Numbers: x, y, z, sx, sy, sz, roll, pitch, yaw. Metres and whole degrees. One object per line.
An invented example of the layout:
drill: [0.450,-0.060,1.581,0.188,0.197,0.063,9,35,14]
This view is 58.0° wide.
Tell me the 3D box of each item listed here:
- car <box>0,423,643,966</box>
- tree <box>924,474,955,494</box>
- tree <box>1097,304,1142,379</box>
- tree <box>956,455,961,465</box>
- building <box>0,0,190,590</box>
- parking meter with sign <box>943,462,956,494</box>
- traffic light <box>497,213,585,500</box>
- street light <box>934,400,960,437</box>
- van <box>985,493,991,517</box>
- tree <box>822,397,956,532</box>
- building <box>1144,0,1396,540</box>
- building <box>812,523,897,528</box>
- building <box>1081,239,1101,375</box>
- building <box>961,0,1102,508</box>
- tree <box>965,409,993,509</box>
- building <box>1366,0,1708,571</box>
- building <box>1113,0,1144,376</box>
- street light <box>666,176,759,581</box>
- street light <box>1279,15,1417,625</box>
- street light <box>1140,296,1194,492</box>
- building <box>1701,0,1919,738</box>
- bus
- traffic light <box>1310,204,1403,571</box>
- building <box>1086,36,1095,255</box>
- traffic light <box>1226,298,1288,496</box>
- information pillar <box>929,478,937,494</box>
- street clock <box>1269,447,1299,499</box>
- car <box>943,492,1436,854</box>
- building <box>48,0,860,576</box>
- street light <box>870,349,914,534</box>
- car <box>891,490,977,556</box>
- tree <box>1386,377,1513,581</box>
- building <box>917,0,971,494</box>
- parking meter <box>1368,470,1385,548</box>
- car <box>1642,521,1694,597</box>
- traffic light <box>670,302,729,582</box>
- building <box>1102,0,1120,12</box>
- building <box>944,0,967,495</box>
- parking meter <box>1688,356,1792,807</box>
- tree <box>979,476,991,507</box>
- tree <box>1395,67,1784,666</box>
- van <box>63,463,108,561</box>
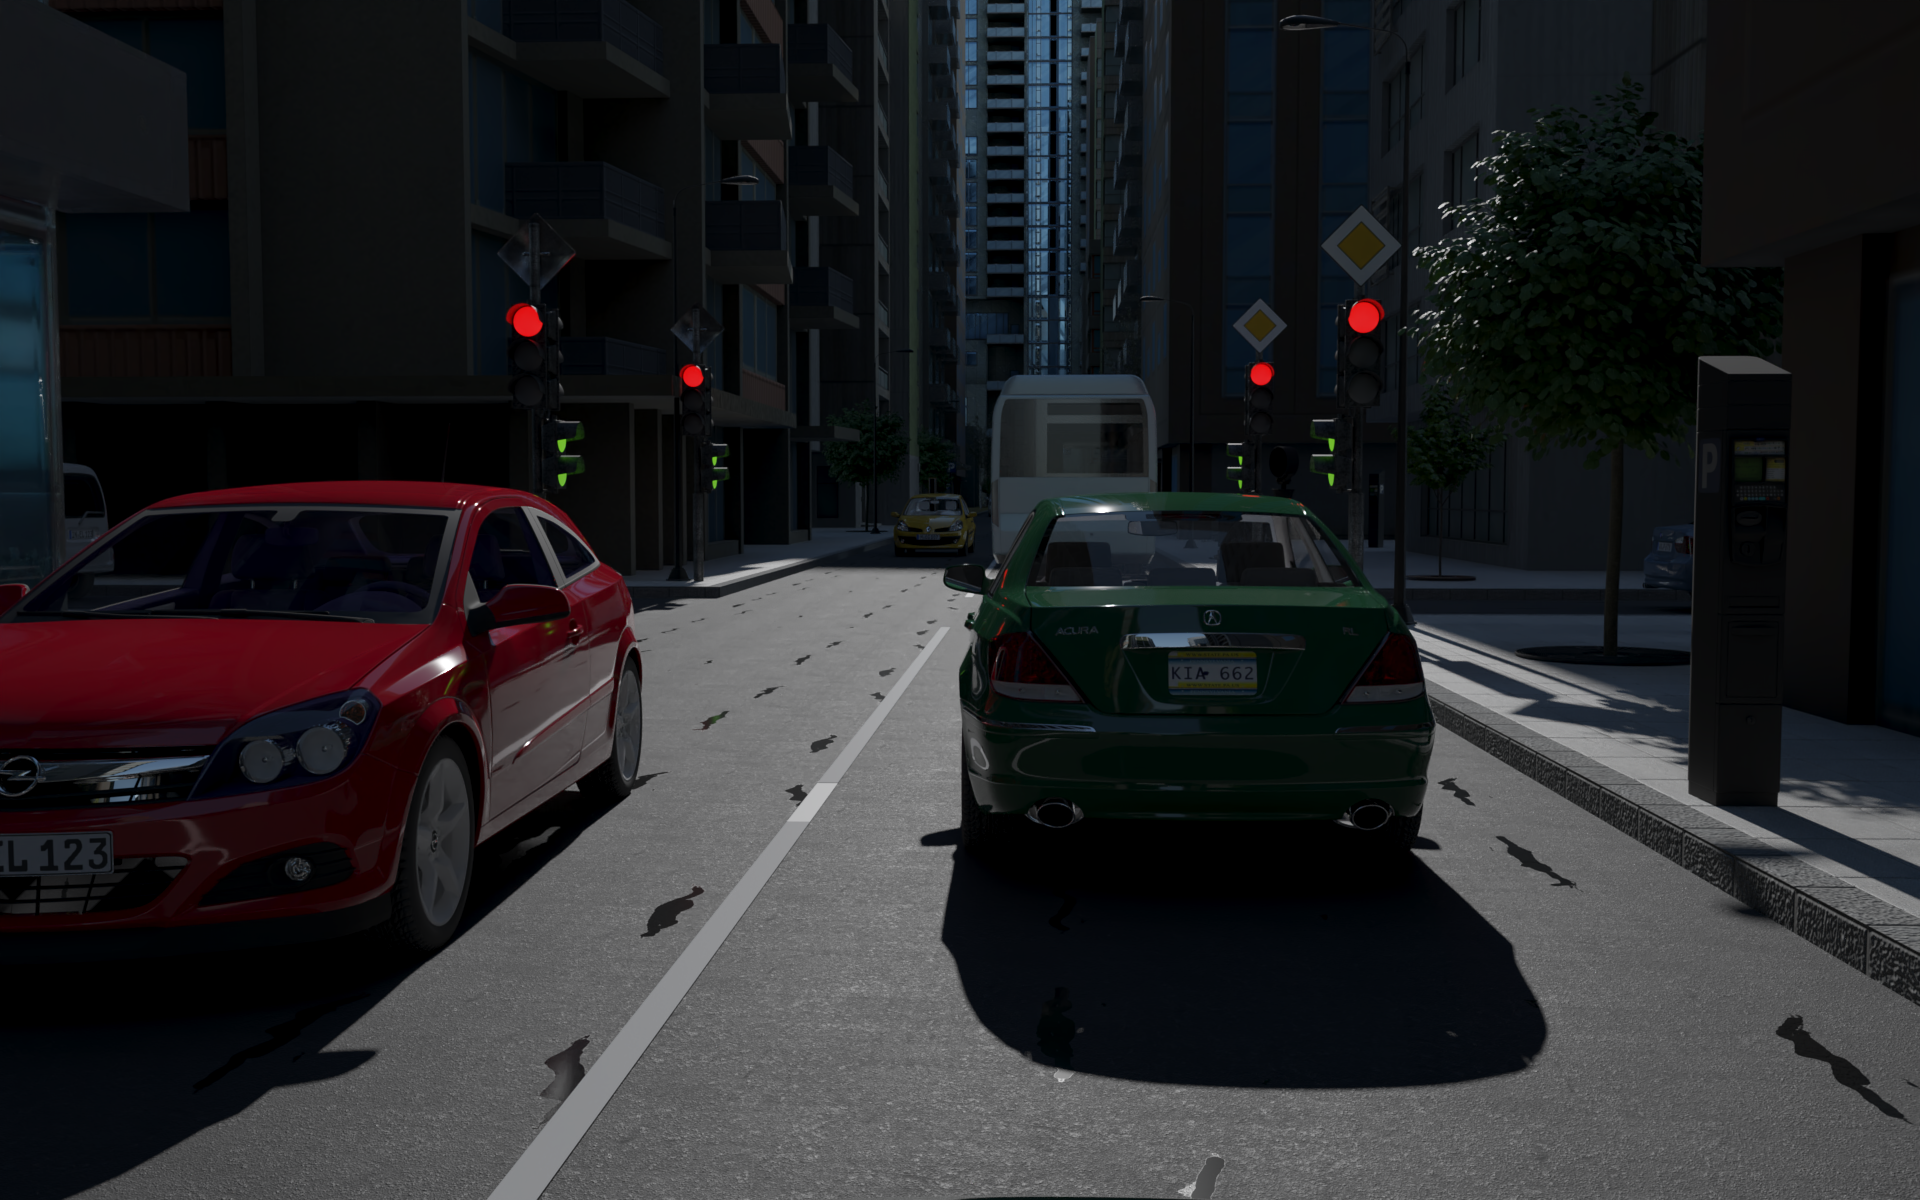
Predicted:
car: [-2.474,0.140,6.758,2.155,1.783,4.494,0,4,1]
tree: [-1.113,-5.839,90.072,1.663,3.219,1.824,0,3,0]
tree: [7.176,-7.084,66.184,4.360,8.622,3.978,0,3,0]
tree: [-1.676,-5.978,81.450,4.285,4.588,4.351,0,3,0]
building: [-20.683,-23.521,4.174,30.456,49.044,23.786,0,4,3]
parking meter with sign: [-0.724,-6.101,96.010,0.543,3.016,1.738,-1,4,-15]
traffic light: [-4.223,-1.740,17.365,0.839,4.253,0.868,0,4,3]
street light: [-0.723,-6.902,85.390,1.470,5.913,1.316,0,4,3]
van: [2.636,-6.302,110.044,2.013,2.044,4.112,0,4,2]
tree: [-3.214,-4.593,58.817,4.285,4.588,4.351,0,3,0]
building: [13.039,-24.682,53.668,14.600,45.320,14.200,0,4,3]
building: [-9.143,-23.515,68.059,14.154,41.232,14.086,0,4,3]
building: [23.281,-17.523,131.533,27.650,21.520,28.899,0,4,3]
building: [8.262,-53.825,192.715,31.000,86.520,22.319,0,4,3]
tree: [2.067,-12.286,151.235,4.360,8.622,3.978,0,3,0]
building: [15.643,-21.227,30.648,14.086,41.232,14.154,0,4,3]
building: [18.898,-28.377,83.571,23.786,49.044,30.456,0,4,3]
street light: [-3.632,-3.237,25.460,1.470,5.913,1.316,0,4,3]
street light: [3.800,-2.717,16.967,1.470,5.913,1.316,0,4,3]
street light: [4.918,-4.175,40.805,1.470,5.913,1.316,0,4,3]
building: [11.184,-21.536,2.228,14.600,45.320,14.200,0,4,3]
bus: [2.150,-2.354,33.350,2.948,3.499,13.247,0,4,3]
traffic light: [3.878,-1.716,16.976,0.839,4.253,0.868,0,4,3]
building: [19.209,-31.628,167.224,14.600,45.320,14.200,0,4,3]
traffic light: [4.278,-2.204,24.951,0.839,4.253,0.868,0,4,3]
information pillar: [-1.227,-4.519,78.385,0.304,2.012,0.304,1,4,11]
street clock: [4.940,-1.339,26.460,0.358,2.002,0.471,-2,4,-25]
car: [0.956,0.211,8.346,2.131,1.459,4.920,0,4,2]
building: [-14.124,-23.493,38.742,22.147,44.769,28.867,0,4,3]
street light: [-2.183,-5.078,55.563,1.470,5.913,1.316,0,4,3]
car: [-0.574,-1.889,41.102,2.015,1.641,3.980,0,4,4]
tree: [7.128,-1.918,25.962,1.663,3.219,1.824,0,3,0]
building: [-11.477,-30.351,115.851,23.786,49.044,30.456,0,4,3]
parking meter: [9.950,-2.183,41.402,0.255,1.863,0.399,3,4,37]
car: [10.747,-0.555,21.072,4.499,1.417,2.014,0,4,4]
traffic light: [-3.823,-2.227,25.340,0.839,4.253,0.868,0,4,3]
building: [15.915,-26.063,109.719,14.154,41.232,14.086,0,4,3]
building: [-6.788,-29.890,138.805,14.600,45.320,14.200,0,4,3]
parking meter: [3.235,-0.091,7.195,0.255,1.863,0.399,0,4,2]
tree: [3.218,-10.950,173.638,1.663,3.219,1.824,0,3,0]
tree: [5.114,-1.814,13.372,4.285,4.588,4.351,0,3,0]
van: [-13.537,-0.977,22.983,4.112,2.044,2.013,0,4,5]
